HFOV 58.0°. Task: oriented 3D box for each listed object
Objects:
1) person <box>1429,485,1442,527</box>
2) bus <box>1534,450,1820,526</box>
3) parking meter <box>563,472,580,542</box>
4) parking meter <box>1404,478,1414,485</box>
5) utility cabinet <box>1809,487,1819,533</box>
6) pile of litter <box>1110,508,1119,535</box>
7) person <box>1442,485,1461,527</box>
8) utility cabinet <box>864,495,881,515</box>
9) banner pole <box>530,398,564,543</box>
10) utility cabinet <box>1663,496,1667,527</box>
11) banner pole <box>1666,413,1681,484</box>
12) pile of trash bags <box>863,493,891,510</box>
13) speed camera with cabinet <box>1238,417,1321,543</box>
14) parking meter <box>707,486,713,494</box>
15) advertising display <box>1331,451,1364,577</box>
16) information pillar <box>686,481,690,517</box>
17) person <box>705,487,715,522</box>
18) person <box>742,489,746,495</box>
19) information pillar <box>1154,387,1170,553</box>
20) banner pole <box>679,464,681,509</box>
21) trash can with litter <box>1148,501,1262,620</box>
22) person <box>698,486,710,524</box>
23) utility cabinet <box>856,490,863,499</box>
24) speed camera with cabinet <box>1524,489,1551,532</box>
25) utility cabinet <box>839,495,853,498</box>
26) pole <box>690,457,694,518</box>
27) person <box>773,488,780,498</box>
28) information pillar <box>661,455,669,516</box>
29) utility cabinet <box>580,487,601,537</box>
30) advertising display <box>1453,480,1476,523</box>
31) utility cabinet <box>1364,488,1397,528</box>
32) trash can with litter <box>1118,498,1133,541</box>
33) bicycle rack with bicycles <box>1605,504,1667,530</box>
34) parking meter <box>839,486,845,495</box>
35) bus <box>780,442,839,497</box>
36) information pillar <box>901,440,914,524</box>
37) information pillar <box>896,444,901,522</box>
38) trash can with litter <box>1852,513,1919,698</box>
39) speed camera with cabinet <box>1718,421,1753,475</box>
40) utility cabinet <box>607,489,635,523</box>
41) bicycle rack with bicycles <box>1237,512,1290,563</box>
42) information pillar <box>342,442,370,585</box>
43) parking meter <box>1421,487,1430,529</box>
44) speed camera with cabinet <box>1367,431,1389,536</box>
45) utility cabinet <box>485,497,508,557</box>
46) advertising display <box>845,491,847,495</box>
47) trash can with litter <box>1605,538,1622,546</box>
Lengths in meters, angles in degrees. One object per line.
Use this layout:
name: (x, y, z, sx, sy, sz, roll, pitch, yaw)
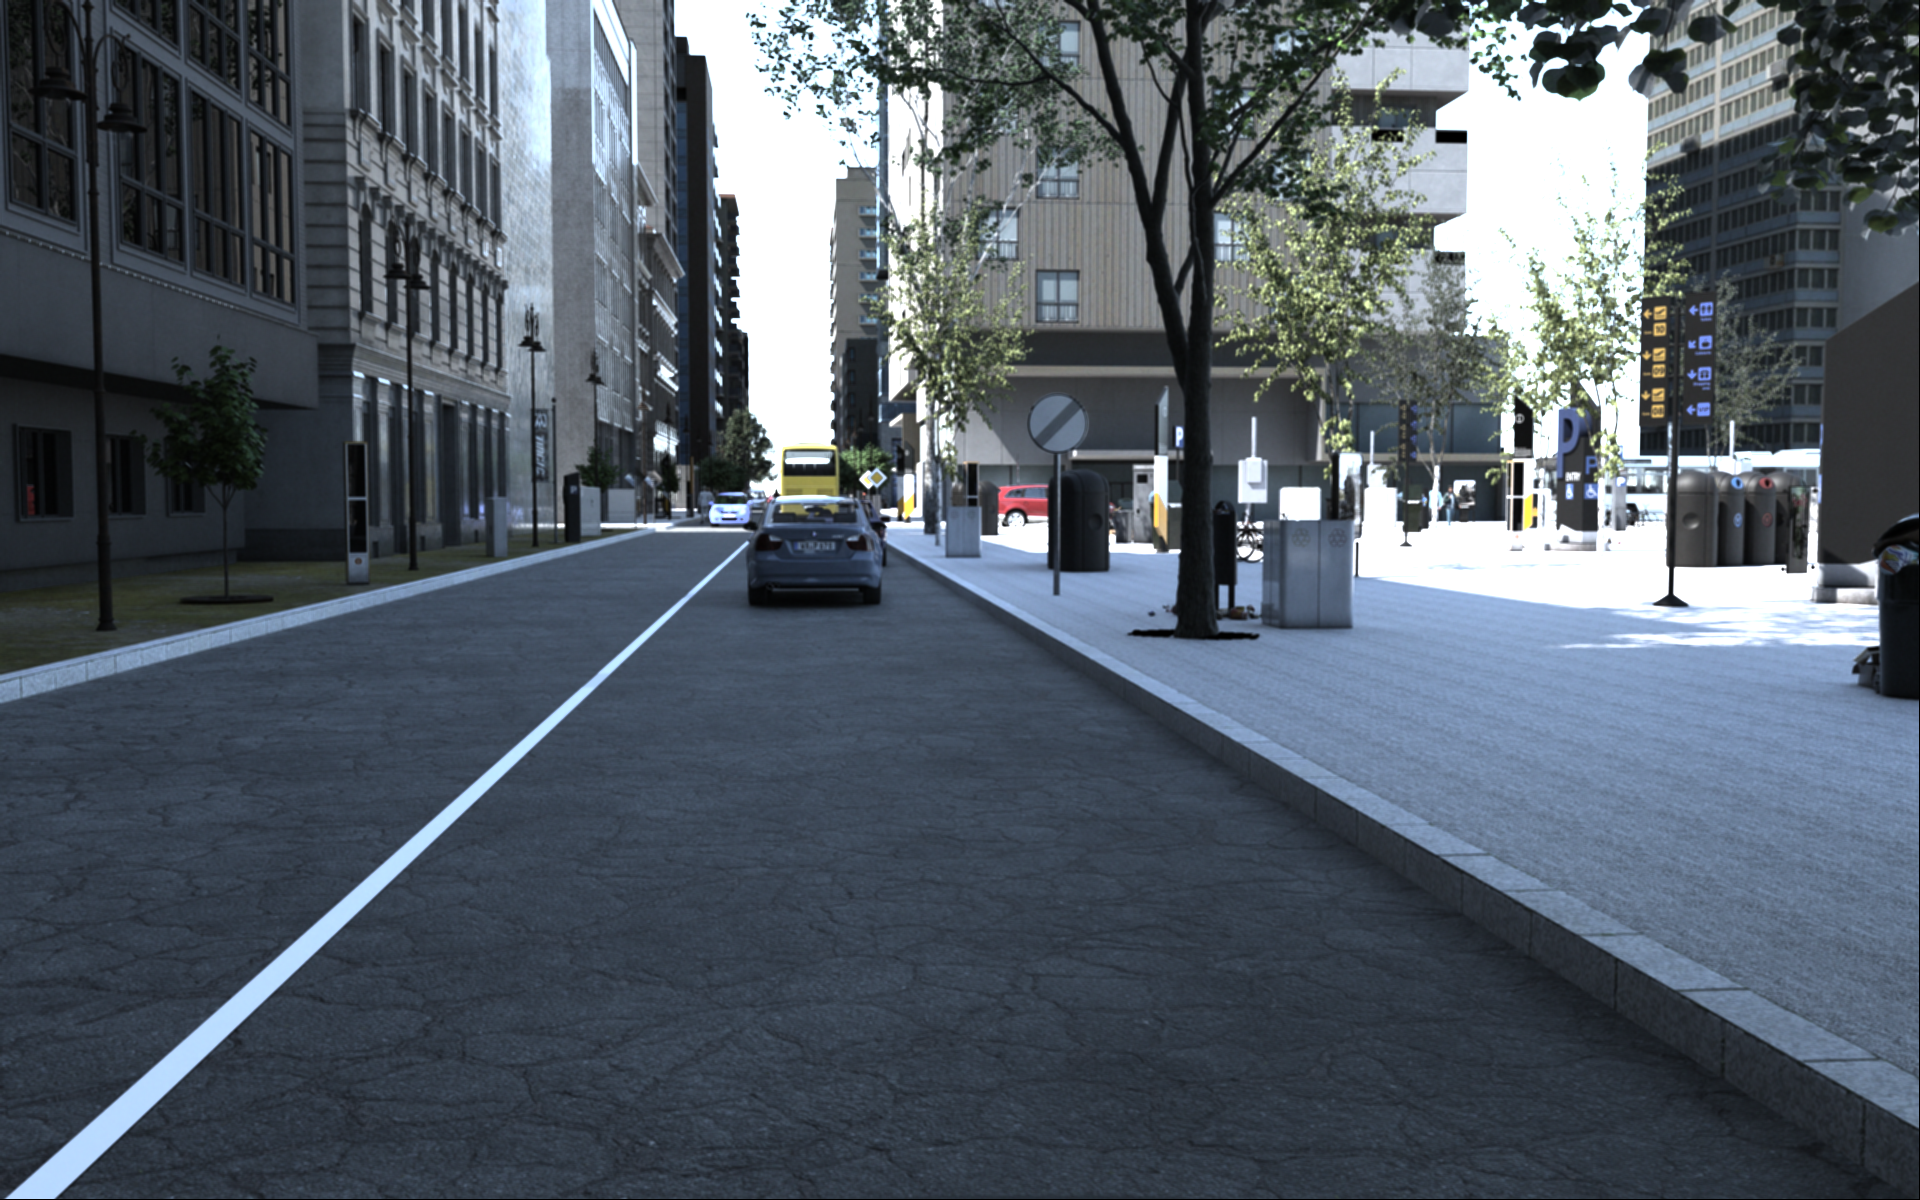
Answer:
person: (18.949, -3.710, 69.024, 0.748, 1.841, 0.638, -3, 5, -40)
bus: (29.731, -4.709, 71.858, 13.247, 3.499, 2.948, 0, 4, -6)
parking meter: (-10.358, -2.476, 46.188, 0.399, 1.863, 0.255, -2, 4, -34)
parking meter: (16.454, -3.535, 63.501, 0.255, 1.863, 0.399, 3, 4, 37)
utility cabinet: (27.899, -2.944, 56.812, 1.173, 1.500, 0.318, 2, 4, 29)
pile of litter: (4.988, -2.467, 54.296, 1.719, 0.858, 1.176, 1, 4, 22)
person: (19.877, -3.754, 70.220, 0.623, 1.781, 0.721, -3, 5, -39)
utility cabinet: (-5.380, -5.816, 106.256, 1.020, 1.237, 0.306, -2, 4, -26)
banner pole: (-10.722, -3.357, 44.898, 0.863, 3.779, 0.401, -2, 4, -31)
utility cabinet: (28.100, -3.464, 67.795, 1.020, 1.237, 0.306, 1, 4, 18)
banner pole: (21.847, -3.855, 53.051, 0.863, 3.779, 0.401, -3, 5, -40)
pile of trash bags: (-7.305, -8.249, 144.622, 1.912, 1.369, 3.447, -3, 4, -38)
speed camera with cabinet: (8.261, -3.086, 44.786, 2.038, 3.252, 0.660, 0, 4, 2)
parking meter: (-17.261, -6.976, 119.773, 0.399, 1.863, 0.255, 0, 4, -1)
advertising display: (5.924, -1.303, 26.511, 0.123, 1.923, 0.974, 2, 4, 35)
information pillar: (-14.971, -5.591, 95.910, 0.304, 2.012, 0.304, 1, 4, 10)
person: (-12.986, -4.941, 89.508, 0.478, 1.798, 0.641, 2, 4, 32)
person: (-17.110, -7.891, 137.698, 0.709, 1.800, 0.728, 1, 4, 15)
information pillar: (4.388, -2.835, 37.713, 0.183, 3.616, 0.504, 2, 4, 32)
banner pole: (-23.602, -9.538, 145.957, 0.401, 3.779, 0.863, -1, 4, -19)
trash can with litter: (2.787, -0.452, 18.455, 1.678, 1.210, 2.233, -1, 4, -10)
person: (-12.241, -4.576, 83.194, 0.514, 1.842, 0.818, -3, 5, -43)
utility cabinet: (-6.019, -5.840, 104.162, 0.318, 1.500, 1.173, 0, 4, 3)
speed camera with cabinet: (19.940, -3.922, 58.454, 2.038, 3.252, 0.660, 0, 4, 5)
utility cabinet: (-8.096, -6.823, 122.720, 1.020, 1.237, 0.306, 1, 4, 14)
pole: (-14.617, -6.149, 94.379, 0.158, 3.312, 0.155, 0, 3, 0)
person: (-11.843, -6.313, 111.720, 0.555, 1.821, 0.388, -2, 4, -35)
information pillar: (-17.060, -6.671, 100.428, 0.504, 3.616, 0.183, 1, 4, 20)
utility cabinet: (-11.216, -2.653, 52.058, 0.318, 1.500, 1.173, 1, 4, 18)
advertising display: (22.301, -4.367, 76.615, 0.974, 1.923, 0.123, 1, 4, 12)
utility cabinet: (15.967, -3.491, 65.749, 1.173, 1.500, 0.318, 2, 4, 35)
trash can with litter: (4.767, -2.235, 47.934, 0.624, 1.170, 1.055, -1, 4, -16)
bicycle rack with bicycles: (24.165, -3.035, 63.008, 2.925, 0.926, 2.852, -1, 4, -9)
parking meter: (-8.549, -7.336, 125.647, 0.399, 1.863, 0.255, 3, 5, 43)
bus: (-6.994, -5.441, 80.506, 2.896, 3.916, 12.252, 0, 4, -5)
information pillar: (-2.201, -5.106, 74.832, 0.504, 3.616, 0.183, 3, 4, 36)
information pillar: (-2.710, -5.469, 80.775, 0.504, 3.616, 0.183, 1, 4, 20)
trash can with litter: (6.060, 0.013, 11.180, 0.624, 1.170, 1.055, 0, 4, 7)
speed camera with cabinet: (21.376, -3.182, 46.365, 0.660, 3.252, 2.038, -2, 4, -32)
utility cabinet: (-15.014, -4.163, 76.743, 1.173, 1.500, 0.318, -1, 4, -18)
bicycle rack with bicycles: (5.859, -1.209, 33.154, 2.925, 0.926, 2.852, 1, 4, 15)
information pillar: (-8.519, -1.220, 24.440, 0.304, 2.012, 0.304, -2, 4, -25)
parking meter: (16.877, -3.337, 62.967, 0.372, 1.533, 0.369, 0, 3, 0)
speed camera with cabinet: (12.960, -3.631, 53.696, 0.660, 3.252, 2.038, 1, 4, 13)
utility cabinet: (-9.555, -1.498, 35.661, 0.306, 1.237, 1.020, -2, 4, -24)
advertising display: (-9.461, -8.089, 137.467, 0.974, 1.923, 0.123, -2, 4, -27)
trash can with litter: (16.325, -2.019, 44.074, 1.678, 1.210, 2.233, 3, 5, 44)
